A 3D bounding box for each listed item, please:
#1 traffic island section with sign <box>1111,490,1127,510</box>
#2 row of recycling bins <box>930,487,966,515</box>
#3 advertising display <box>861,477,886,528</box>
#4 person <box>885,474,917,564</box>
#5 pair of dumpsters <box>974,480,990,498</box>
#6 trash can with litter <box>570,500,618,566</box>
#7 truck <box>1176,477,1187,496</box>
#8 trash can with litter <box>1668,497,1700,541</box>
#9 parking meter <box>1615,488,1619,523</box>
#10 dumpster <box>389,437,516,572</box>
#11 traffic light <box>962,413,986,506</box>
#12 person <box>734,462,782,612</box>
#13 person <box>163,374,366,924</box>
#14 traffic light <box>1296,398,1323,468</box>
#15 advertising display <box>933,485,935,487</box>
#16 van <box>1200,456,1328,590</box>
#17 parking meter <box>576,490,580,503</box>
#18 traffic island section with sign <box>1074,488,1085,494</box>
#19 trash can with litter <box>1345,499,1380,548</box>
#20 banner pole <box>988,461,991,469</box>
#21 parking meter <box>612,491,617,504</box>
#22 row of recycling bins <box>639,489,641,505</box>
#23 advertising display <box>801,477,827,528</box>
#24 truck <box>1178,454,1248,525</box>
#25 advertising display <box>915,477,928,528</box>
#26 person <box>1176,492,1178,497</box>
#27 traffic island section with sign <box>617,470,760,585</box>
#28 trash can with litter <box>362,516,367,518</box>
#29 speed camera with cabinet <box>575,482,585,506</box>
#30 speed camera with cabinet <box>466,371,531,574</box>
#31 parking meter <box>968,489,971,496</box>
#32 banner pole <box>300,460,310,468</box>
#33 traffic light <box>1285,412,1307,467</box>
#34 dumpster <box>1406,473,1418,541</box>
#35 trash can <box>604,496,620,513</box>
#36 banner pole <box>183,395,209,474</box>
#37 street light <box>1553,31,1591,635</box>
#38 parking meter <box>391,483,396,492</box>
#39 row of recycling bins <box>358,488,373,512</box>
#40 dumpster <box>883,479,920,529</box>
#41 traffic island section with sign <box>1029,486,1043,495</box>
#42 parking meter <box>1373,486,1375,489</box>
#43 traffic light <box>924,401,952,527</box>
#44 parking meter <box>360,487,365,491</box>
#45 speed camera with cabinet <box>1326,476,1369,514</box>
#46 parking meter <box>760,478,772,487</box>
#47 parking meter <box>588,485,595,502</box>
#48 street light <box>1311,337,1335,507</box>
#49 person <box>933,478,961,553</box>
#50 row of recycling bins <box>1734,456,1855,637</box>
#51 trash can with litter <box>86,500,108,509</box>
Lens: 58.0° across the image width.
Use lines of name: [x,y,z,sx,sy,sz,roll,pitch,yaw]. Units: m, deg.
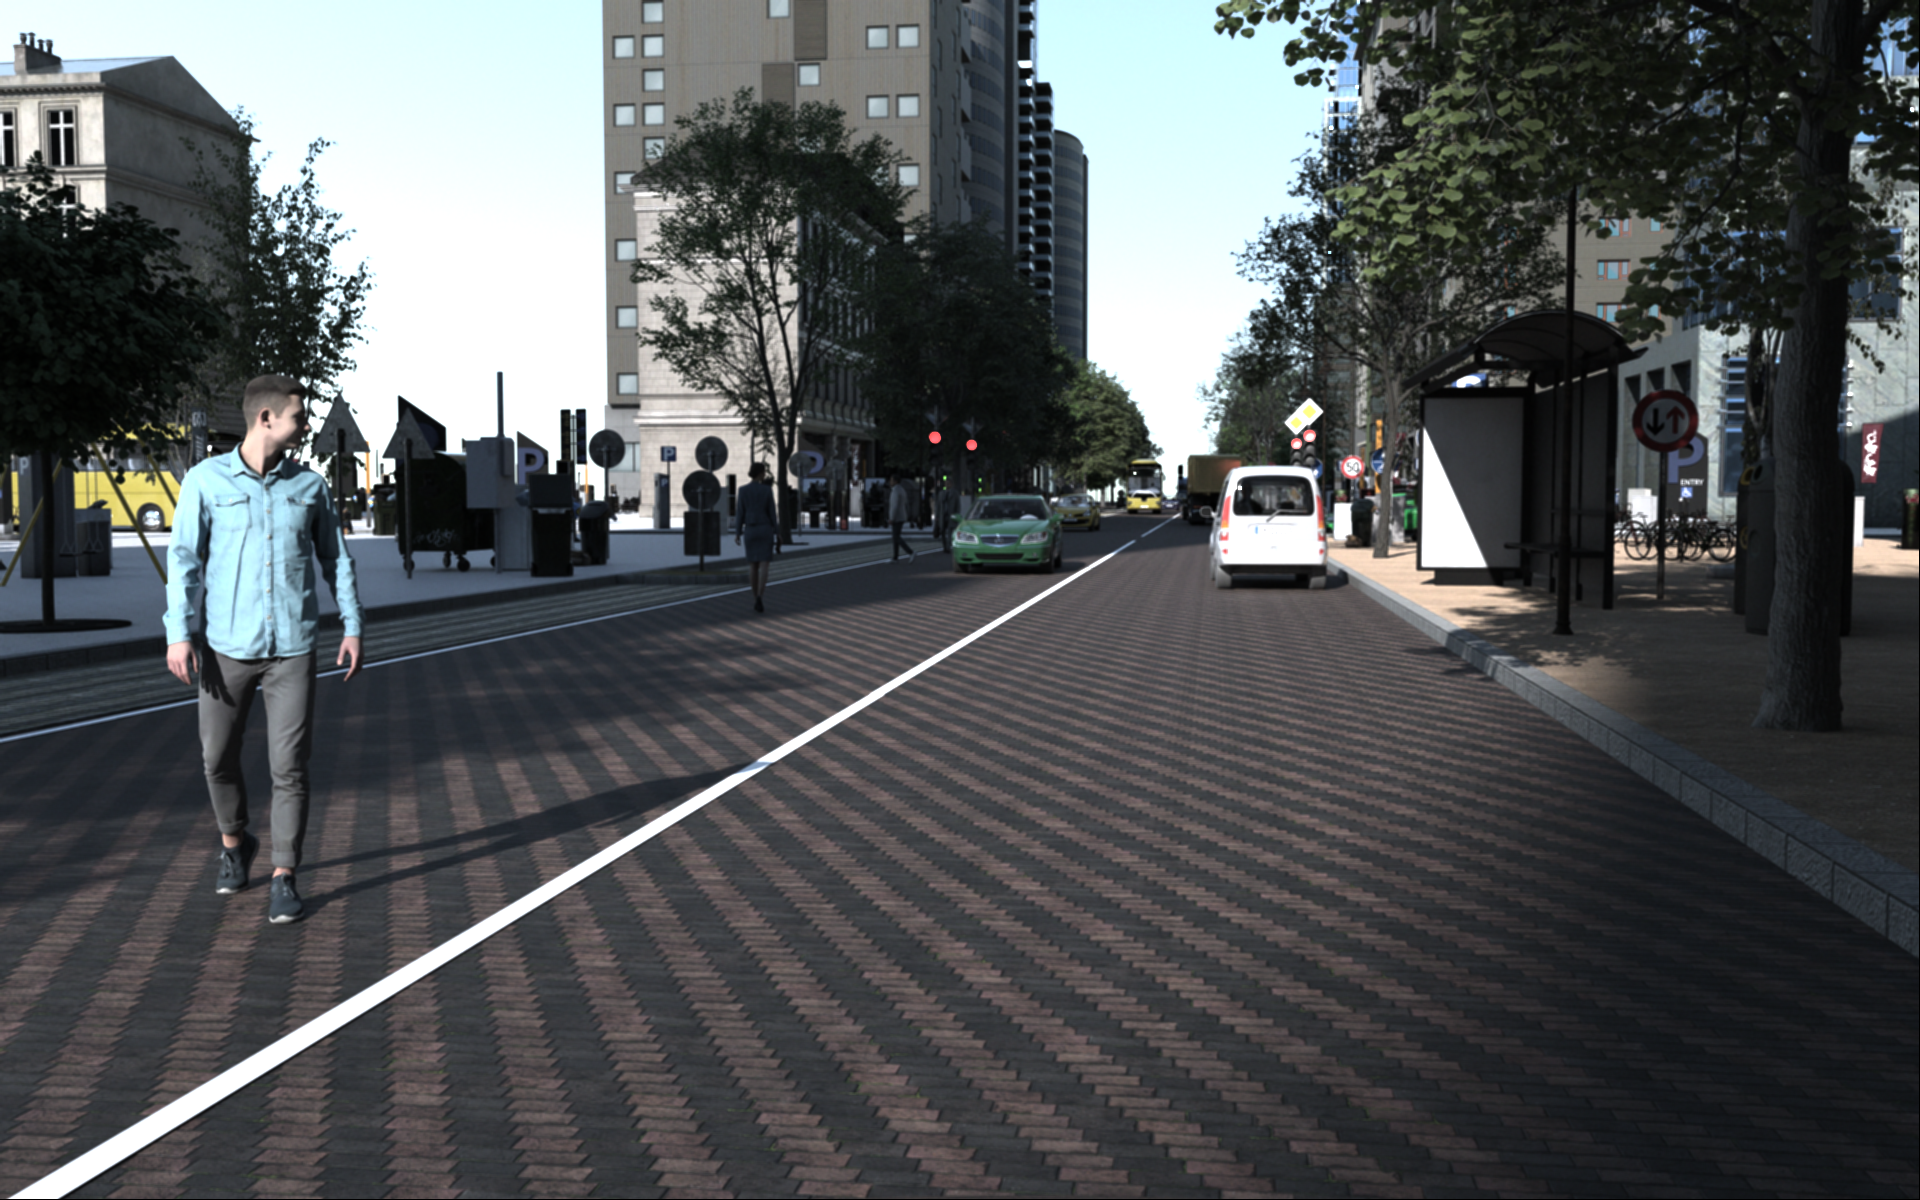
traffic island section with sign: [14.895,-9.223,159.425,1.989,1.847,2.006,1,4,8]
row of recycling bins: [-0.862,-6.171,108.004,1.069,1.692,3.534,3,4,36]
advertising display: [-3.232,-3.695,65.621,0.974,1.923,0.123,-2,4,-33]
person: [-1.202,-1.669,35.634,0.795,1.843,0.661,1,4,21]
pair of dumpsters: [1.651,-6.168,103.345,1.574,2.255,4.437,1,4,8]
trash can with litter: [-6.652,-1.210,31.165,0.624,1.170,1.055,1,4,14]
truck: [36.298,-17.712,279.343,2.967,4.110,18.799,0,4,7]
trash can with litter: [19.736,-2.231,47.530,1.678,1.210,2.233,2,4,24]
parking meter: [28.870,-4.158,76.391,0.372,1.533,0.369,0,3,0]
dumpster: [-8.577,-1.642,29.347,1.502,2.255,1.985,1,4,8]
traffic light: [0.465,-4.365,60.284,0.839,4.253,0.868,1,4,8]
person: [-2.496,-0.776,21.211,0.581,1.822,0.654,1,4,11]
person: [-2.408,0.142,6.045,0.638,1.841,0.748,-1,4,-18]
traffic light: [10.209,-3.785,50.811,0.839,4.253,0.868,1,4,8]
advertising display: [-1.628,-7.341,125.237,0.123,1.923,0.974,2,4,34]
van: [4.828,-1.246,27.381,2.013,2.044,4.112,0,4,7]
parking meter: [-22.995,-5.836,103.832,0.372,1.533,0.369,0,3,0]
traffic island section with sign: [7.582,-6.162,109.370,1.989,1.847,2.006,1,4,8]
trash can with litter: [9.633,-1.847,41.592,0.624,1.170,1.055,2,4,29]
banner pole: [2.214,-8.504,129.058,0.401,3.779,0.863,1,4,21]
parking meter: [-26.276,-7.538,131.652,0.372,1.533,0.369,0,3,0]
row of recycling bins: [-18.325,-5.824,102.329,1.069,1.692,3.534,-1,4,-20]
advertising display: [-5.505,-3.689,65.522,0.974,1.923,0.123,0,4,-6]
truck: [12.277,-5.346,83.335,3.469,3.379,9.791,0,4,6]
advertising display: [-1.493,-3.763,66.731,0.123,1.923,0.974,-2,4,-24]
person: [33.855,-15.927,269.614,1.217,1.736,0.721,-1,4,-17]
traffic island section with sign: [-4.302,-1.190,28.082,1.989,1.847,2.006,1,4,8]
trash can with litter: [-31.648,-4.927,91.608,2.233,1.210,1.678,-1,4,-9]
speed camera with cabinet: [-28.306,-8.169,127.901,0.660,3.252,2.038,-3,5,-40]
speed camera with cabinet: [-7.467,-2.103,28.714,0.660,3.252,2.038,1,4,11]
parking meter: [0.633,-6.246,107.828,0.255,1.863,0.399,0,4,3]
banner pole: [-43.608,-7.655,115.175,0.863,3.779,0.401,0,4,-8]
traffic light: [11.363,-4.269,58.713,0.839,4.253,0.868,1,4,8]
dumpster: [12.808,-2.685,46.387,1.502,2.255,1.985,1,4,8]
trash can: [-20.655,-5.523,101.962,0.748,1.137,0.748,0,3,0]
banner pole: [-19.391,-3.296,43.914,0.863,3.779,0.401,1,4,13]
street light: [5.517,-2.623,15.668,0.468,5.910,1.993,1,4,8]
parking meter: [-29.472,-5.150,89.906,0.255,1.863,0.399,1,4,9]
row of recycling bins: [-44.266,-7.273,126.024,1.069,1.692,3.534,3,5,43]
dumpster: [-2.179,-3.629,65.086,1.264,1.857,1.865,0,4,8]
traffic island section with sign: [3.631,-4.510,82.368,1.989,1.847,2.006,1,4,8]
parking meter: [28.730,-6.990,119.996,0.255,1.863,0.399,1,4,12]
traffic light: [-0.690,-3.881,52.382,0.839,4.253,0.868,1,4,8]
parking meter: [-47.398,-8.058,137.457,0.399,1.863,0.255,3,4,38]
speed camera with cabinet: [19.418,-5.654,86.778,2.038,3.252,0.660,0,4,4]
parking meter: [-7.132,-3.546,63.695,0.255,1.863,0.399,3,5,44]
parking meter: [-22.946,-6.244,107.799,0.255,1.863,0.399,1,4,19]
street light: [10.599,-4.746,50.387,0.468,5.910,1.993,1,4,8]
person: [-0.332,-2.058,42.255,0.694,1.812,0.767,1,4,16]
row of recycling bins: [8.239,-0.610,17.094,1.069,1.692,3.534,1,4,22]
trash can with litter: [-17.386,-1.400,34.273,1.055,1.170,0.624,0,4,-6]
